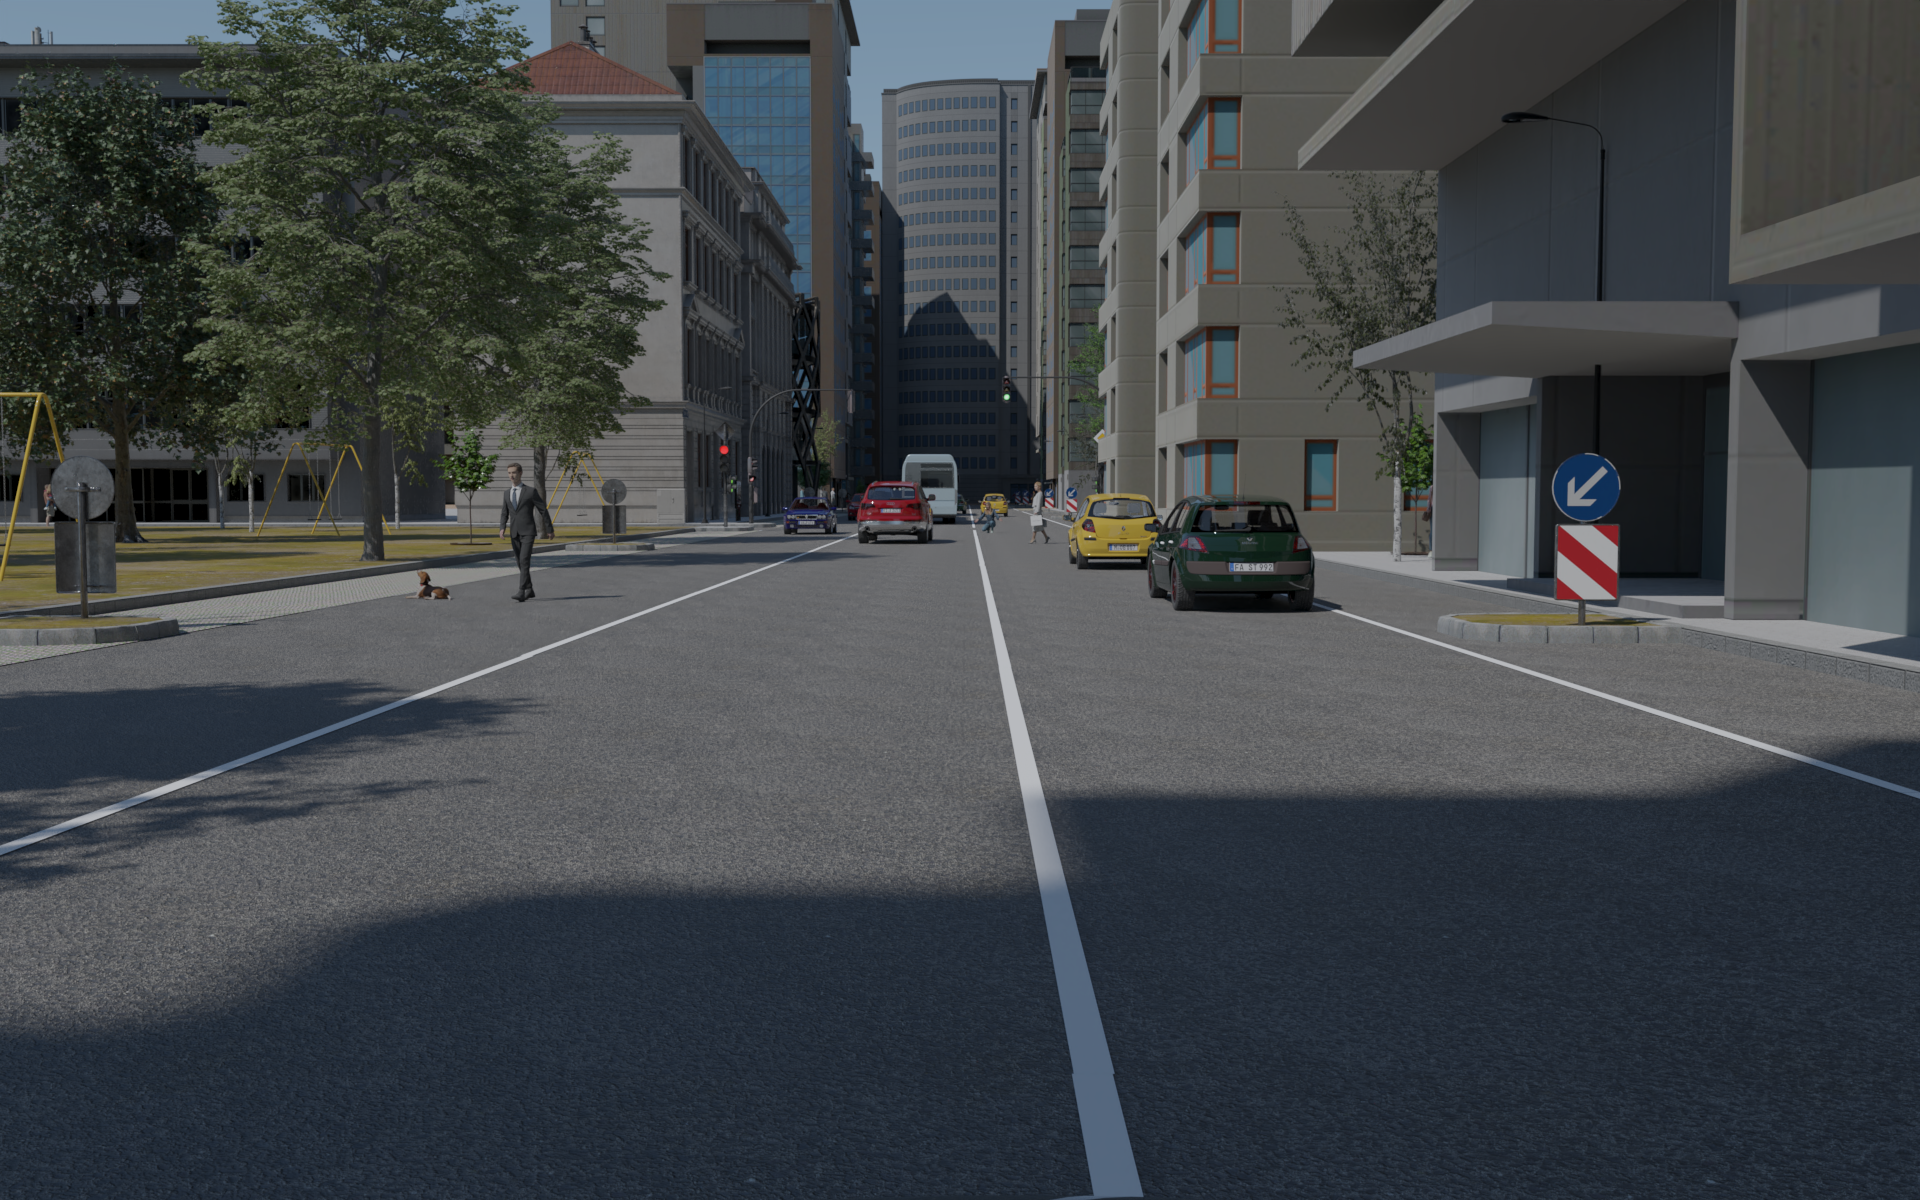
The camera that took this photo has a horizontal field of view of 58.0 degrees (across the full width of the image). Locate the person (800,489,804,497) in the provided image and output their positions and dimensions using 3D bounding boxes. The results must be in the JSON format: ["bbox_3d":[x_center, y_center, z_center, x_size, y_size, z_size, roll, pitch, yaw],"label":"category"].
[{"bbox_3d":[-13.556,-8.699,148.130,0.748,1.841,0.638,1,4,9],"label":"person"}]

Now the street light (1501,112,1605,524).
[{"bbox_3d":[7.275,-2.977,21.219,1.470,5.913,1.316,0,4,0],"label":"street light"}]

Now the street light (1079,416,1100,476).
[{"bbox_3d":[7.738,-7.969,102.836,1.470,5.913,1.316,0,4,0],"label":"street light"}]

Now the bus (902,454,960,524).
[{"bbox_3d":[-1.452,-5.628,86.870,2.948,3.499,13.247,0,4,0],"label":"bus"}]

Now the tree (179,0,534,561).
[{"bbox_3d":[-11.006,-7.044,33.299,7.486,12.596,7.792,0,3,0],"label":"tree"}]

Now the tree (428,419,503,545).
[{"bbox_3d":[-12.252,-2.996,43.583,1.663,3.219,1.824,0,3,0],"label":"tree"}]

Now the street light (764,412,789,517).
[{"bbox_3d":[-10.376,-7.682,98.140,1.470,5.913,1.316,0,4,0],"label":"street light"}]

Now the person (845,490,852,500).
[{"bbox_3d":[-12.769,-11.512,195.091,1.217,1.723,0.721,1,4,13],"label":"person"}]

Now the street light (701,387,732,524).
[{"bbox_3d":[-10.566,-6.284,75.278,1.470,5.913,1.316,0,4,0],"label":"street light"}]

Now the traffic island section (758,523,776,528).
[{"bbox_3d":[-9.067,-3.232,75.125,2.009,0.180,2.903,0,4,0],"label":"traffic island section"}]

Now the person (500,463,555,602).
[{"bbox_3d":[-5.882,-0.911,23.165,0.659,1.850,0.755,1,4,18],"label":"person"}]

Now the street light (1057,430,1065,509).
[{"bbox_3d":[7.762,-9.397,126.179,1.470,5.913,1.316,0,4,0],"label":"street light"}]

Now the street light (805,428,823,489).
[{"bbox_3d":[-10.244,-9.080,121.002,1.470,5.913,1.316,0,4,0],"label":"street light"}]

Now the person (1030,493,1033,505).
[{"bbox_3d":[8.366,-11.712,200.759,0.421,1.427,0.697,0,4,7],"label":"person"}]

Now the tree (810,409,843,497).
[{"bbox_3d":[-12.053,-12.050,147.381,4.737,8.622,4.395,0,3,0],"label":"tree"}]

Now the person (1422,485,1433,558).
[{"bbox_3d":[9.542,-1.711,34.614,0.593,1.750,0.643,1,4,23],"label":"person"}]

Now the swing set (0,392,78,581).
[{"bbox_3d":[-15.690,-1.784,26.791,3.119,2.851,2.862,0,4,-1],"label":"swing set"}]

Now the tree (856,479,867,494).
[{"bbox_3d":[-11.397,-12.365,196.766,1.663,3.219,1.824,0,3,0],"label":"tree"}]

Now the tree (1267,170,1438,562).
[{"bbox_3d":[8.053,-5.029,32.589,4.360,8.622,3.978,0,3,0],"label":"tree"}]

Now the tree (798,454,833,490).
[{"bbox_3d":[-11.875,-9.544,139.760,4.285,4.588,4.351,0,3,0],"label":"tree"}]

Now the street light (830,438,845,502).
[{"bbox_3d":[-10.232,-10.479,143.865,1.470,5.913,1.316,0,4,0],"label":"street light"}]

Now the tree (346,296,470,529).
[{"bbox_3d":[-20.535,-6.934,63.740,4.737,8.622,4.395,0,3,0],"label":"tree"}]

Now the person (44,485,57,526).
[{"bbox_3d":[-36.779,-3.762,69.986,0.580,1.828,0.573,1,4,19],"label":"person"}]

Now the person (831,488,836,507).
[{"bbox_3d":[-10.740,-8.535,145.810,0.641,1.798,0.478,3,5,41],"label":"person"}]

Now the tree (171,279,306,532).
[{"bbox_3d":[-24.092,-6.586,58.041,4.737,8.622,4.395,0,3,0],"label":"tree"}]

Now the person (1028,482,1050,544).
[{"bbox_3d":[2.290,-2.512,49.925,0.624,1.780,0.694,1,4,13],"label":"person"}]

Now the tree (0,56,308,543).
[{"bbox_3d":[-22.333,-7.872,45.709,9.611,12.733,9.660,0,3,0],"label":"tree"}]

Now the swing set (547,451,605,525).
[{"bbox_3d":[-14.102,-4.101,64.679,2.862,2.851,3.119,0,4,-4],"label":"swing set"}]

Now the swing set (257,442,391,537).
[{"bbox_3d":[-19.761,-3.451,54.043,2.862,2.851,3.119,1,4,13],"label":"swing set"}]

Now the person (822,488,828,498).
[{"bbox_3d":[-11.693,-8.777,149.650,0.694,1.812,0.767,-1,4,-23],"label":"person"}]

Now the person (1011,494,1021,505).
[{"bbox_3d":[6.925,-12.500,212.817,1.348,1.831,0.705,0,4,5],"label":"person"}]

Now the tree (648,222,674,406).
[{"bbox_3d":[-12.116,-8.028,49.390,7.486,12.596,7.792,0,3,0],"label":"tree"}]

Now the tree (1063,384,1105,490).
[{"bbox_3d":[8.766,-9.827,111.040,4.360,8.622,3.978,0,3,0],"label":"tree"}]

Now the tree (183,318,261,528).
[{"bbox_3d":[-27.853,-7.009,64.961,4.360,8.622,3.978,0,3,0],"label":"tree"}]

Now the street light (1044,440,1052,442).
[{"bbox_3d":[7.989,-10.859,150.087,1.470,5.913,1.316,0,4,0],"label":"street light"}]

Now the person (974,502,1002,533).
[{"bbox_3d":[1.134,-3.034,63.606,1.012,1.151,0.738,2,4,23],"label":"person"}]

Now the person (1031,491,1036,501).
[{"bbox_3d":[6.839,-9.308,161.406,0.721,1.735,1.217,1,4,19],"label":"person"}]

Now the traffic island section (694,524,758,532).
[{"bbox_3d":[-9.098,-2.744,67.140,2.009,0.180,2.903,0,4,0],"label":"traffic island section"}]

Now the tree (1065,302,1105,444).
[{"bbox_3d":[9.421,-10.187,92.310,9.928,11.665,9.643,0,3,0],"label":"tree"}]

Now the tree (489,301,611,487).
[{"bbox_3d":[-14.246,-6.665,59.333,4.360,8.622,3.978,0,3,0],"label":"tree"}]
